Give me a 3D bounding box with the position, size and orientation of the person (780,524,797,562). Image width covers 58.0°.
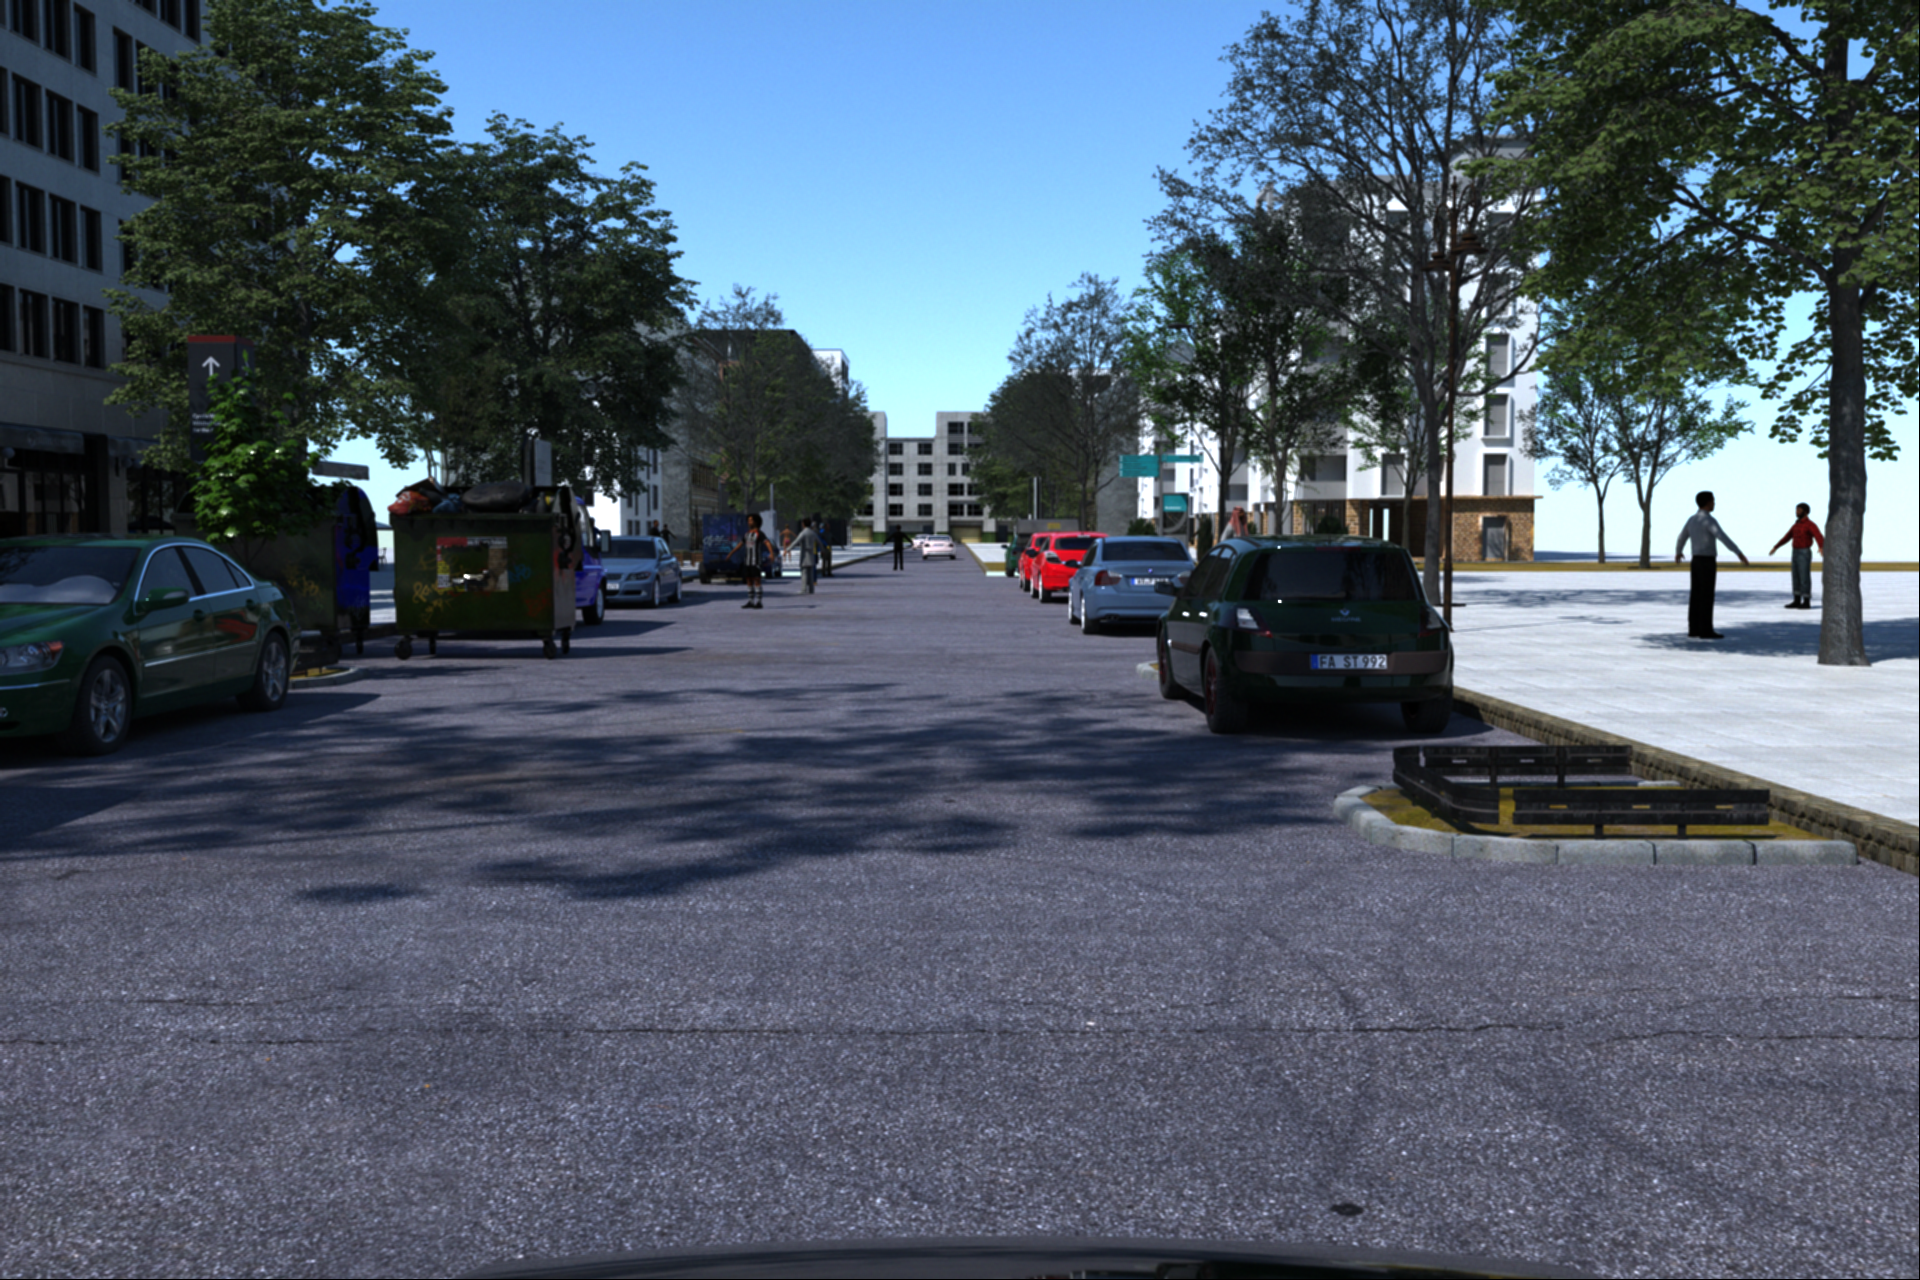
[{"bbox_3d":[-8.070,-4.527,80.815,1.217,1.733,0.721,-1,4,-11],"label":"person"}]

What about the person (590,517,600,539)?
[{"bbox_3d":[-12.150,-3.142,57.248,1.347,1.842,0.705,-3,4,-37],"label":"person"}]

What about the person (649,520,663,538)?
[{"bbox_3d":[-11.156,-3.514,63.677,0.704,1.802,1.346,1,4,13],"label":"person"}]

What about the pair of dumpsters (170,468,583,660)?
[{"bbox_3d":[-6.726,-0.929,20.133,4.436,2.255,1.574,0,4,0],"label":"pair of dumpsters"}]

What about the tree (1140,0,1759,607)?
[{"bbox_3d":[8.388,-7.336,30.321,12.009,13.543,11.850,0,3,0],"label":"tree"}]

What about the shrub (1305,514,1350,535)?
[{"bbox_3d":[13.359,-3.590,62.743,1.661,2.075,1.752,0,3,0],"label":"shrub"}]

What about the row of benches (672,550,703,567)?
[{"bbox_3d":[-10.065,-3.220,68.115,4.104,0.672,1.422,0,4,-6],"label":"row of benches"}]

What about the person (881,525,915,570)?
[{"bbox_3d":[-2.446,-3.675,68.730,1.347,1.806,0.705,-1,4,-13],"label":"person"}]

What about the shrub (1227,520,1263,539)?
[{"bbox_3d":[11.605,-4.063,70.852,1.690,2.028,1.600,0,3,0],"label":"shrub"}]

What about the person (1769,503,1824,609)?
[{"bbox_3d":[14.395,-1.442,29.679,0.704,1.816,1.345,-1,4,-11],"label":"person"}]

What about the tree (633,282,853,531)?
[{"bbox_3d":[-10.320,-10.614,83.901,12.009,13.543,11.850,0,3,0],"label":"tree"}]

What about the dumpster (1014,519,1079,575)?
[{"bbox_3d":[2.533,-2.573,50.292,1.865,1.857,1.264,0,4,-1],"label":"dumpster"}]

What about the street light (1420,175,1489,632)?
[{"bbox_3d":[6.379,-3.041,22.509,0.468,5.910,1.993,0,3,0],"label":"street light"}]

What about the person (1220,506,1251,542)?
[{"bbox_3d":[5.302,-1.638,32.926,1.347,1.811,0.704,-3,5,-44],"label":"person"}]

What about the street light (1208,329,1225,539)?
[{"bbox_3d":[6.353,-4.022,38.303,1.470,5.913,1.316,0,4,-1],"label":"street light"}]

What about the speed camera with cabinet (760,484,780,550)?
[{"bbox_3d":[-7.585,-4.564,68.950,0.660,3.252,2.038,0,4,0],"label":"speed camera with cabinet"}]

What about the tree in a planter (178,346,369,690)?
[{"bbox_3d":[-6.885,-1.190,16.671,1.991,3.239,1.994,0,3,0],"label":"tree in a planter"}]

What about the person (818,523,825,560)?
[{"bbox_3d":[-6.928,-4.928,86.703,0.704,1.817,1.347,-2,4,-29],"label":"person"}]

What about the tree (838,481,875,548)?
[{"bbox_3d":[-10.101,-12.749,158.807,4.737,8.622,4.395,0,3,0],"label":"tree"}]

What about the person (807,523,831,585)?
[{"bbox_3d":[-4.200,-2.418,48.459,1.216,1.772,0.721,0,4,4],"label":"person"}]

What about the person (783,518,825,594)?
[{"bbox_3d":[-3.682,-2.006,41.449,0.705,1.806,1.347,3,5,40],"label":"person"}]

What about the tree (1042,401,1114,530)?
[{"bbox_3d":[5.820,-8.841,94.913,4.360,8.622,3.978,0,3,0],"label":"tree"}]

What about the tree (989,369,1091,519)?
[{"bbox_3d":[5.324,-12.301,119.256,7.486,12.596,7.792,0,3,0],"label":"tree"}]

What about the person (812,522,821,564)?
[{"bbox_3d":[-6.223,-4.145,73.903,0.705,1.813,1.348,2,4,29],"label":"person"}]

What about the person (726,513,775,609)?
[{"bbox_3d":[-3.984,-1.511,33.299,1.345,1.843,0.704,3,5,42],"label":"person"}]

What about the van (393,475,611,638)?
[{"bbox_3d":[-6.600,-1.298,25.613,2.240,2.365,5.245,0,3,0],"label":"van"}]

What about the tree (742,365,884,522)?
[{"bbox_3d":[-10.459,-12.910,121.452,12.009,13.543,11.850,0,3,0],"label":"tree"}]

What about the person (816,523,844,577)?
[{"bbox_3d":[-4.462,-3.031,58.287,1.348,1.796,0.705,-3,5,-44],"label":"person"}]

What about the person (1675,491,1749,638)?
[{"bbox_3d":[9.223,-0.934,21.421,0.704,1.810,1.344,-1,4,-12],"label":"person"}]

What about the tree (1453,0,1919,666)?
[{"bbox_3d":[8.310,-6.015,16.466,7.486,12.596,7.792,0,3,0],"label":"tree"}]

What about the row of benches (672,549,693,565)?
[{"bbox_3d":[-12.704,-3.477,72.305,4.104,0.672,1.422,3,4,37],"label":"row of benches"}]

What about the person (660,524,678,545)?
[{"bbox_3d":[-16.188,-5.468,95.329,1.347,1.837,0.705,1,4,11],"label":"person"}]

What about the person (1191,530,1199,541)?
[{"bbox_3d":[13.281,-5.447,95.195,1.346,1.812,0.704,-1,4,-20],"label":"person"}]

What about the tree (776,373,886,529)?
[{"bbox_3d":[-10.338,-13.832,132.815,9.857,13.997,8.962,0,3,0],"label":"tree"}]

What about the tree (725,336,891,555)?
[{"bbox_3d":[-9.868,-12.118,108.505,12.009,13.543,11.850,0,3,0],"label":"tree"}]

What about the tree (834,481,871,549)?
[{"bbox_3d":[-9.654,-12.397,153.058,4.737,8.622,4.395,0,3,0],"label":"tree"}]

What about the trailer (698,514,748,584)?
[{"bbox_3d":[-6.719,-2.577,49.187,1.471,1.999,3.904,0,4,0],"label":"trailer"}]

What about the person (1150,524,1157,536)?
[{"bbox_3d":[9.509,-4.962,87.094,1.349,1.833,0.705,-3,5,-41],"label":"person"}]

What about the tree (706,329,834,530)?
[{"bbox_3d":[-10.763,-10.906,96.446,7.486,12.596,7.792,0,3,0],"label":"tree"}]

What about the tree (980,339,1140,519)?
[{"bbox_3d":[5.815,-12.003,106.620,12.009,13.543,11.850,0,3,0],"label":"tree"}]

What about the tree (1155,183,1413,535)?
[{"bbox_3d":[8.641,-6.782,45.306,7.601,10.594,8.767,-2,4,-30],"label":"tree"}]

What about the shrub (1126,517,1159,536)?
[{"bbox_3d":[7.338,-4.006,69.925,1.690,2.028,1.600,0,3,0],"label":"shrub"}]

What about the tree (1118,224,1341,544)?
[{"bbox_3d":[8.760,-8.015,56.799,9.928,11.665,9.643,0,3,0],"label":"tree"}]
